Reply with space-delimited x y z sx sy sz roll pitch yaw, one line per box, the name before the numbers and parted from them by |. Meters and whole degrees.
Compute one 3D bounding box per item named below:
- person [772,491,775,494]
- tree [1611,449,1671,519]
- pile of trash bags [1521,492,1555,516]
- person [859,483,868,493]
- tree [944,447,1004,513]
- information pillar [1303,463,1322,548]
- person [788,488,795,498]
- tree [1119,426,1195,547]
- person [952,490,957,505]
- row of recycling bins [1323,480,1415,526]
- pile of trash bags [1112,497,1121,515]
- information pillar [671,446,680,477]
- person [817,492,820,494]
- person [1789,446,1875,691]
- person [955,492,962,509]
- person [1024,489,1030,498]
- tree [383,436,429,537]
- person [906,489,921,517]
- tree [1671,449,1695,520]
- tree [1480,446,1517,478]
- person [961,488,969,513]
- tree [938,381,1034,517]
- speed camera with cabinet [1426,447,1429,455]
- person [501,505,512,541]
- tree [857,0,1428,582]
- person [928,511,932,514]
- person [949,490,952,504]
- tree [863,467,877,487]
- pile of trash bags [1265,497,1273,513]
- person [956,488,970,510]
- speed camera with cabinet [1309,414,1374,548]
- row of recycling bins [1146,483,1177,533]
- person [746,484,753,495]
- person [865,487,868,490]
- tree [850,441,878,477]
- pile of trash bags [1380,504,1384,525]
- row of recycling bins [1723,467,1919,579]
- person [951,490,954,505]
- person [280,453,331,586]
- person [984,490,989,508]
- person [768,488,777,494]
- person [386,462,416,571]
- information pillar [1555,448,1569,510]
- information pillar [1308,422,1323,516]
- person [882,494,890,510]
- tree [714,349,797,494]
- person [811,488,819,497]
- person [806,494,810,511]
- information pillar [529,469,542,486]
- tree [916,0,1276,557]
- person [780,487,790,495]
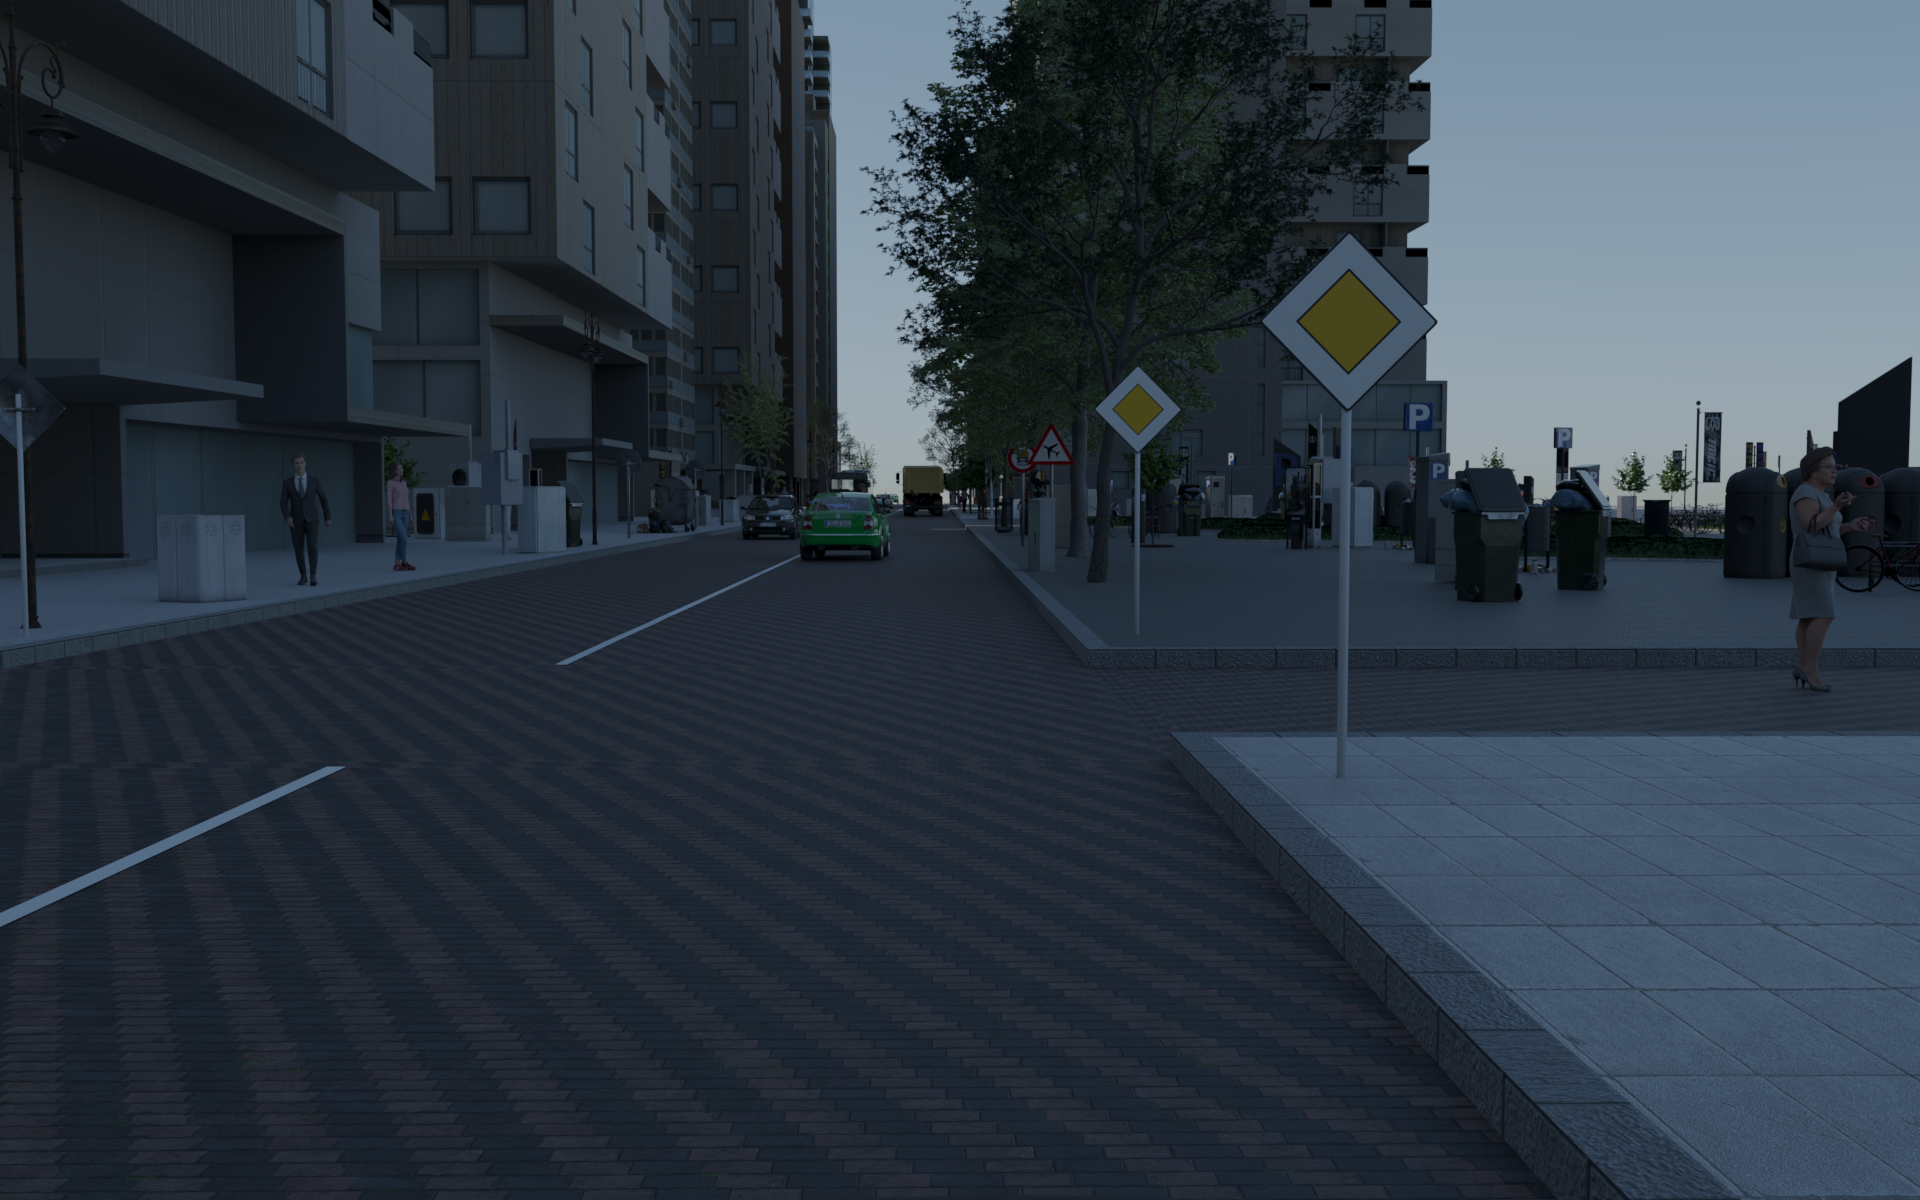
person | -10.472 -5.422 97.913 0.991 1.433 0.599 -3 4 -38
tree | 27.988 -4.712 71.645 1.663 3.219 1.824 0 3 0
pile of trash bags | 25.685 -4.150 77.611 1.912 1.369 3.447 2 4 35
person | -3.573 -3.374 63.636 0.573 1.828 0.580 -2 4 -26
tree | 1.405 -8.199 117.763 4.285 4.588 4.351 0 3 0
information pillar | 8.401 -2.249 41.258 0.304 2.012 0.304 -3 5 -41
person | -11.383 -6.731 117.017 0.541 1.710 0.530 -2 4 -27
tree | 4.605 -2.906 42.114 1.663 3.219 1.824 0 3 0
person | -0.574 -11.704 198.064 0.621 1.740 0.551 0 4 4
row of recycling bins | 12.847 -2.781 52.579 3.534 1.692 1.069 0 4 7
pile of trash bags | 6.205 -4.393 81.574 1.912 1.369 3.447 -2 4 -28
information pillar | -13.985 -5.737 85.160 0.504 3.616 0.183 -3 4 -39
person | -6.361 -4.150 78.952 0.503 1.515 0.523 2 4 30
person | 6.321 -0.232 12.646 0.532 1.782 0.716 3 4 39
person | -0.106 -8.583 149.611 0.697 1.427 0.421 -1 4 -11
person | 6.711 -10.334 174.937 1.348 1.831 0.705 2 4 24
tree | -17.013 -3.494 51.722 1.663 3.219 1.824 0 3 0
person | -2.914 -6.033 107.956 1.217 1.723 0.721 -3 4 -38
tree | 30.464 -4.864 74.124 1.663 3.219 1.824 0 3 0
tree | 21.627 -4.595 69.733 1.663 3.219 1.824 0 3 0
person | 0.395 -6.949 120.594 0.756 1.711 0.436 -3 4 -38
tree | 1.935 -8.851 95.079 4.737 8.622 4.395 0 3 0
speed camera with cabinet | 18.997 -4.814 73.041 2.038 3.252 0.660 1 4 11
person | -12.398 -2.482 47.175 0.362 1.759 0.519 -1 4 -16
tree | 2.224 -5.526 24.764 8.767 10.594 7.601 -3 5 -43
person | -2.206 -7.139 125.950 0.721 1.735 1.217 -1 4 -18
person | -1.202 -13.258 223.366 0.434 1.755 0.990 0 4 3
tree | -11.741 -13.971 212.131 4.285 4.588 4.351 0 3 0
pile of trash bags | 16.527 -4.855 89.139 1.912 1.369 3.447 1 4 14
person | 0.299 -8.287 141.532 1.348 1.824 0.705 -2 4 -34
speed camera with cabinet | 9.291 -2.930 42.248 0.660 3.252 2.038 -1 4 -21
row of recycling bins | 6.705 -3.121 58.142 1.069 1.692 3.534 0 4 0
person | -10.283 -4.825 85.325 0.834 1.777 0.661 -1 4 -17
person | -4.873 -4.849 88.125 0.374 1.781 0.599 -1 4 -15
tree | -13.235 -17.755 240.654 4.737 8.622 4.395 0 3 0
pile of trash bags | 15.250 -3.006 58.900 3.447 1.369 1.912 1 4 20
row of recycling bins | 13.465 -1.208 26.861 3.534 1.692 1.069 -1 4 -13
person | -0.868 -12.027 203.355 0.621 1.740 0.551 -1 4 -12
person | -9.168 -1.127 24.240 0.659 1.850 0.755 -1 4 -17
person | 2.215 -9.077 155.173 0.721 1.735 1.217 3 5 42
person | -11.628 -6.120 107.580 0.593 1.643 0.415 -2 4 -33
person | -9.338 -1.393 28.830 0.388 1.821 0.555 1 4 12
information pillar | 23.907 -4.732 68.719 0.504 3.616 0.183 2 4 32
information pillar | 11.554 -3.980 56.428 0.504 3.616 0.183 1 4 18
person | -6.302 -8.315 147.632 0.628 1.438 0.799 2 4 30
tree | -10.063 -8.370 87.209 4.737 8.622 4.395 0 3 0
person | -11.831 -8.365 142.828 1.348 1.821 0.705 3 4 39
person | -8.713 -5.355 99.316 0.557 1.426 1.065 0 4 -4
information pillar | -12.330 -2.804 50.332 0.304 2.012 0.304 0 4 3
tree | 2.836 -7.169 35.344 7.486 12.596 7.792 0 3 0
person | -11.459 -6.468 112.531 1.217 1.736 0.721 1 4 22
